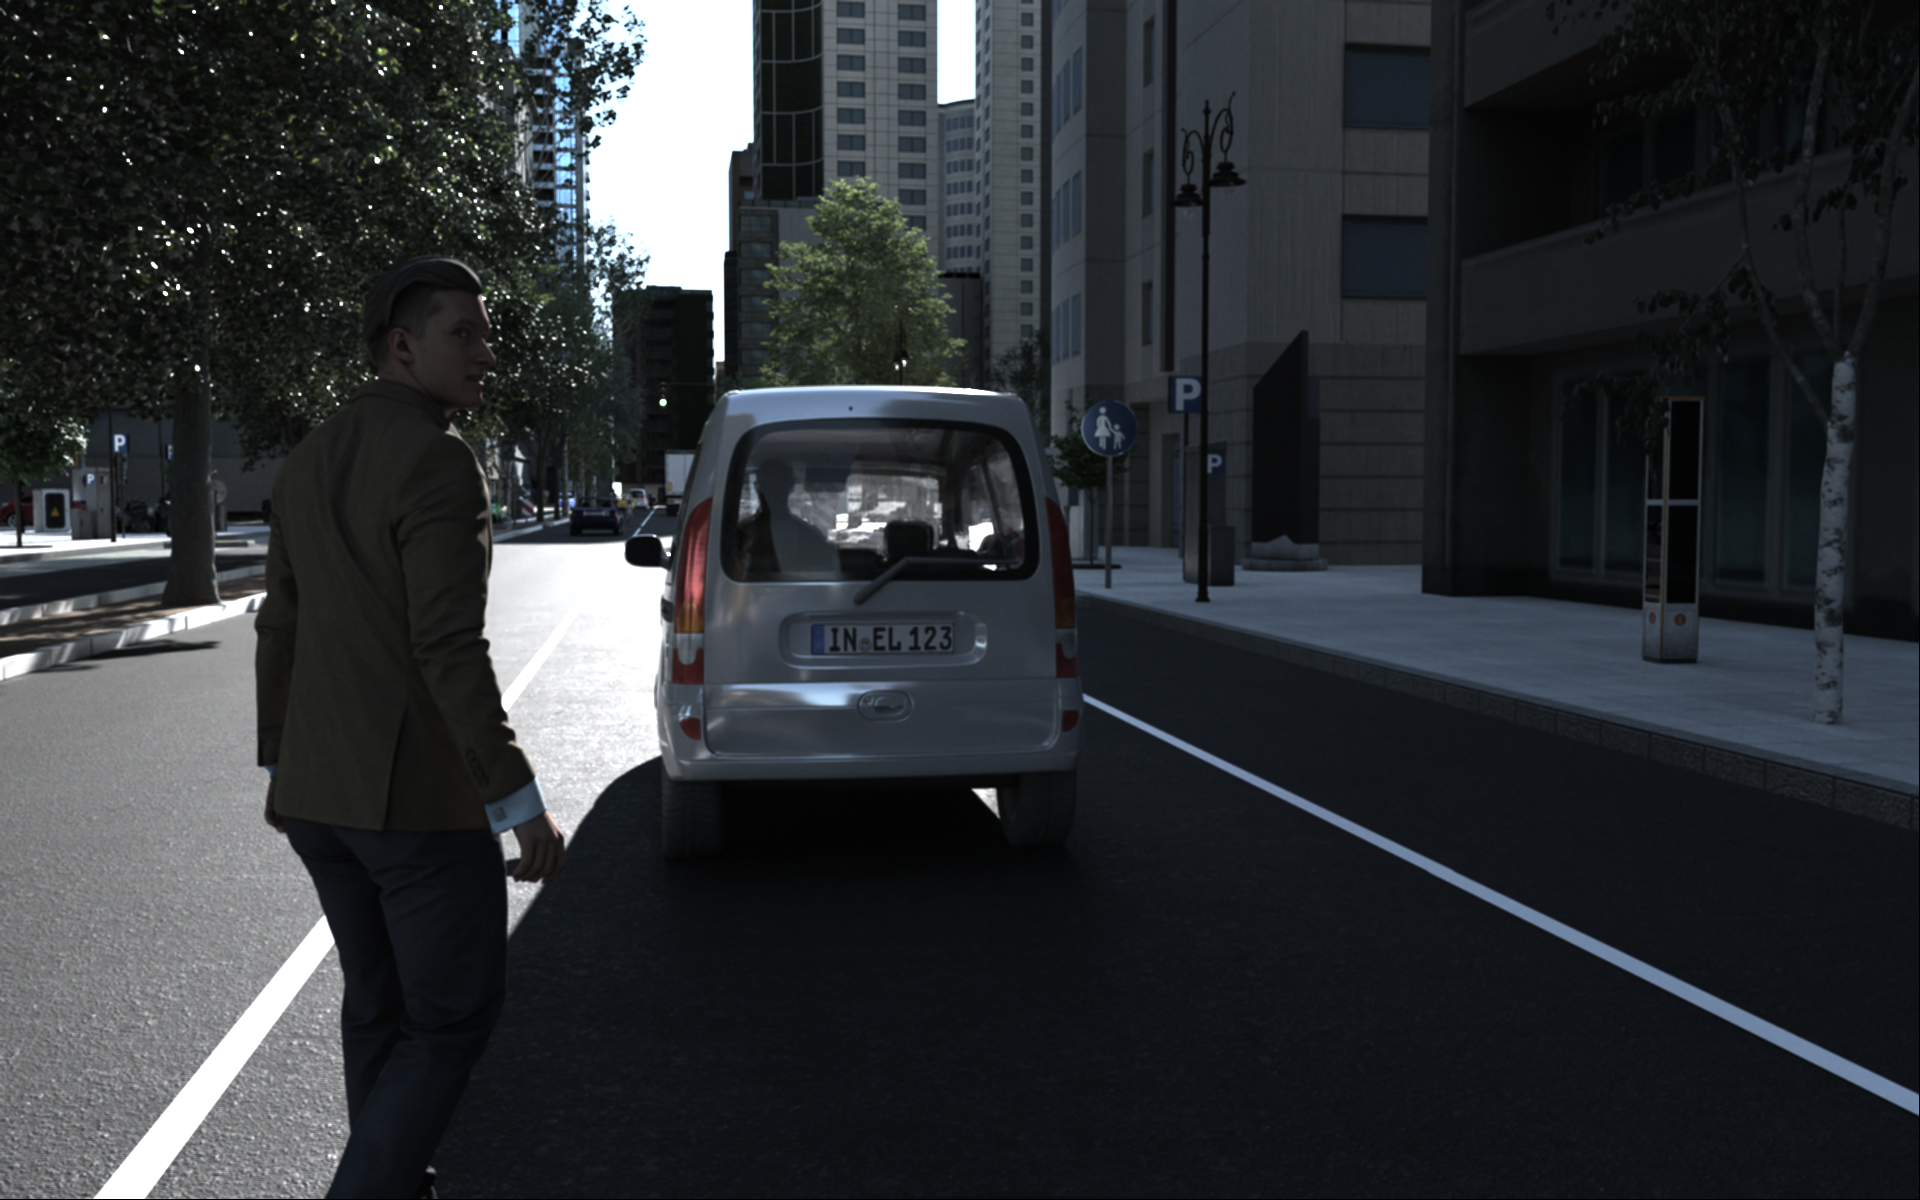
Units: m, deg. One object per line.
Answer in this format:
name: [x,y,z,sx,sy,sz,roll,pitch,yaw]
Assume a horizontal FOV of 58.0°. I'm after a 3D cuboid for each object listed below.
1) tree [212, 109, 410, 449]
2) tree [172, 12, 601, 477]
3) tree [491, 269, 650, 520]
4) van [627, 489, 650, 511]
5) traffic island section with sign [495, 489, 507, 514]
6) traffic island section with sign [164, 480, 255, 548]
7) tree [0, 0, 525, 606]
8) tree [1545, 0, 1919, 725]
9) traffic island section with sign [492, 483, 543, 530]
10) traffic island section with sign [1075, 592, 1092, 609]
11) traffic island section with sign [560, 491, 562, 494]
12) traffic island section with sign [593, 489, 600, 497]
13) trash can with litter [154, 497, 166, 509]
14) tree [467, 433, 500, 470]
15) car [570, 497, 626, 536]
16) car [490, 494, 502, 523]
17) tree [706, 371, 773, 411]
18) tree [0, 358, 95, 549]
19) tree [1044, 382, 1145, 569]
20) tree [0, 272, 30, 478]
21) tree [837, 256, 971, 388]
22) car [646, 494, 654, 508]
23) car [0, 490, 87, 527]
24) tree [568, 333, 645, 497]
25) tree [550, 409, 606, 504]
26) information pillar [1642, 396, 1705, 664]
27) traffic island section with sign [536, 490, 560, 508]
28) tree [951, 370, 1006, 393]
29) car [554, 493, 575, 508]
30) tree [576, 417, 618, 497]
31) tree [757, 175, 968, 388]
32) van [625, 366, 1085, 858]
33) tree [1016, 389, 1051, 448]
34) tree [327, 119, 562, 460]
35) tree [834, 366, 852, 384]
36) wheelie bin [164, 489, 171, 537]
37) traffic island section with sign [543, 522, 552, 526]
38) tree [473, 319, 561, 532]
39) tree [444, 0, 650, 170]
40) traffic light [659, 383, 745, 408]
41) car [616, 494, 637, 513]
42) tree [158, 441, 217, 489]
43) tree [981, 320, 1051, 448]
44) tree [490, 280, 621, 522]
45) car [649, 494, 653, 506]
tree: [-11.274,-4.694,29.560,4.737,8.622,4.395,0,3,0]
tree: [-12.890,-7.243,37.891,9.611,12.733,9.660,0,3,0]
tree: [-21.920,-11.075,93.905,12.009,13.543,11.850,0,3,0]
van: [-27.088,-8.479,145.650,2.013,2.044,4.112,0,4,-8]
traffic island section with sign: [-33.920,-7.284,127.715,1.989,1.847,2.006,-1,4,-10]
traffic island section with sign: [-20.226,-2.336,46.821,1.989,1.847,2.006,-1,4,-10]
tree: [-9.993,-6.912,22.126,9.857,13.997,8.962,0,3,0]
tree: [4.982,-3.626,9.649,4.360,8.622,3.978,0,3,0]
traffic island section with sign: [-18.120,-3.796,70.203,2.006,1.907,1.989,-1,4,-10]
traffic island section with sign: [0.518,-0.844,22.435,1.989,1.847,2.006,-1,4,-10]
traffic island section with sign: [-46.927,-11.979,204.490,1.989,1.847,2.006,-1,4,-10]
traffic island section with sign: [-31.906,-8.774,151.594,2.006,1.907,1.989,-1,4,-10]
trash can with litter: [-28.219,-3.089,61.890,0.624,1.170,1.055,1,4,13]
tree: [-39.902,-11.778,142.940,4.737,8.622,4.395,0,3,0]
car: [-12.815,-2.971,61.152,1.945,1.354,3.894,-1,4,-9]
car: [-24.324,-4.847,88.046,1.959,1.807,4.718,-1,4,-11]
tree: [-17.505,-13.450,145.670,9.928,11.665,9.643,0,3,0]
tree: [-22.599,-3.529,41.418,4.285,4.588,4.351,0,3,0]
tree: [2.268,-2.171,30.105,1.663,3.219,1.824,0,3,0]
tree: [-21.058,-5.270,36.535,4.737,8.622,4.395,0,3,0]
tree: [-1.912,-6.294,53.267,4.737,8.622,4.395,0,3,0]
car: [-32.668,-10.209,178.721,2.131,1.459,4.920,-1,4,-9]
car: [-36.459,-3.744,70.255,4.494,1.783,2.155,-1,4,-8]
tree: [-29.424,-13.941,137.053,9.857,13.997,8.962,0,3,0]
tree: [-26.051,-10.068,117.430,4.737,8.622,4.395,0,3,0]
information pillar: [5.418,-0.531,13.167,0.304,2.012,0.304,0,4,-6]
traffic island section with sign: [-42.293,-10.310,177.188,1.989,1.847,2.006,-1,4,-10]
tree: [0.295,-9.390,103.892,4.360,8.622,3.978,0,3,0]
car: [-36.710,-9.265,161.078,1.945,1.707,3.694,-1,4,-11]
tree: [-30.506,-11.713,144.330,4.360,8.622,3.978,0,3,0]
tree: [-3.452,-8.816,62.273,7.486,12.596,7.792,0,3,0]
van: [-0.596,-0.078,8.280,2.013,2.044,4.112,-1,4,-9]
tree: [4.614,-10.078,115.141,4.360,8.622,3.978,0,3,0]
tree: [-14.639,-7.692,46.355,7.486,12.596,7.792,0,3,0]
tree: [-5.690,-8.729,93.077,4.360,8.622,3.978,0,3,0]
wheelie bin: [-23.425,-2.699,52.034,0.980,1.594,0.693,1,4,18]
traffic island section with sign: [-19.348,-4.243,77.508,2.006,1.907,1.989,-1,4,-10]
tree: [-17.170,-6.907,65.743,4.360,8.622,3.978,0,3,0]
tree: [-16.980,-12.134,56.732,12.611,20.169,13.585,0,3,0]
traffic light: [-9.914,-5.897,71.089,4.771,5.953,1.251,-1,4,-10]
car: [-26.251,-7.637,135.089,2.015,1.641,3.980,-1,4,-9]
tree: [-24.705,-3.700,55.099,1.663,3.219,1.824,0,3,0]
tree: [3.703,-9.693,92.887,7.601,10.594,8.767,1,4,17]
tree: [-19.995,-9.441,82.573,9.928,11.665,9.643,0,3,0]
car: [-39.029,-12.643,215.506,1.959,1.807,4.718,0,4,-8]
